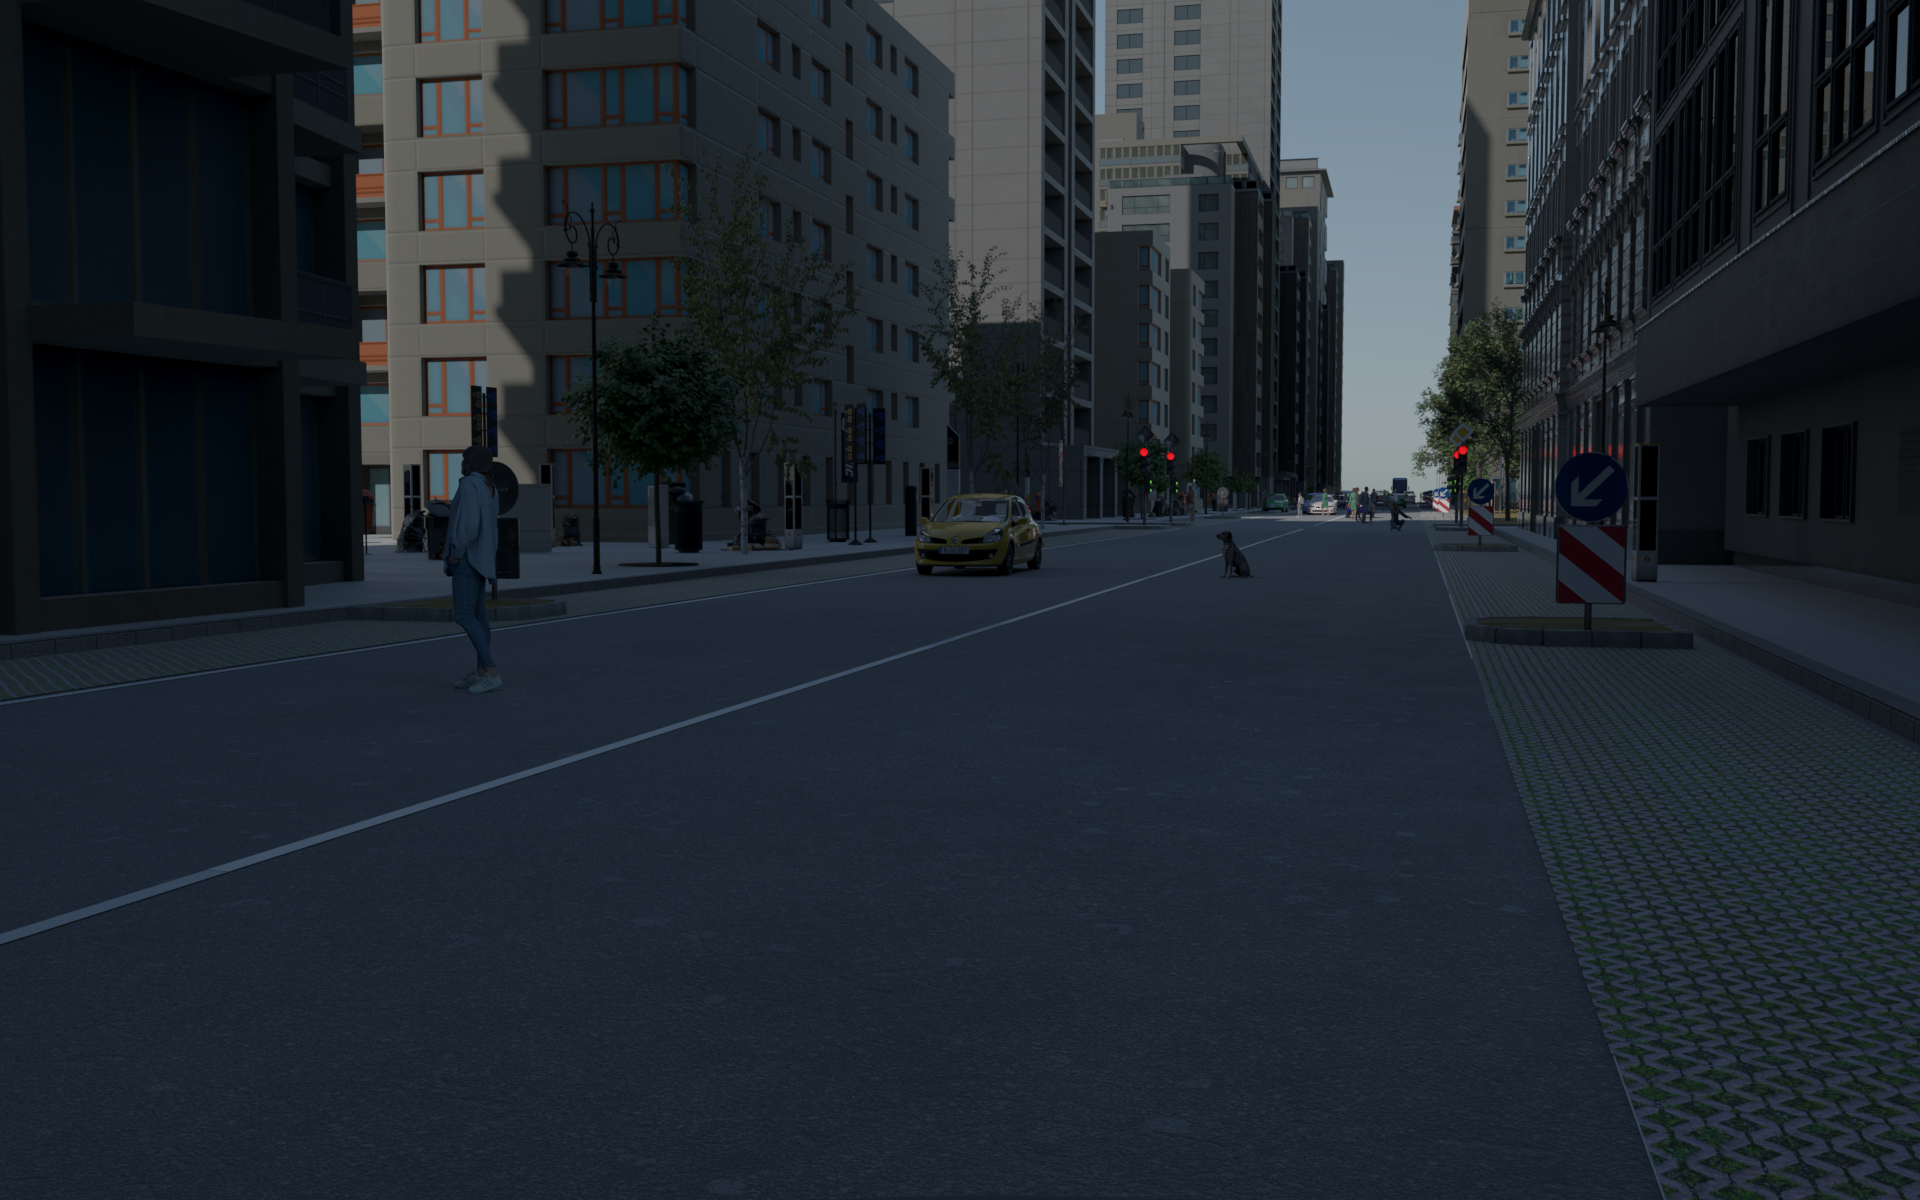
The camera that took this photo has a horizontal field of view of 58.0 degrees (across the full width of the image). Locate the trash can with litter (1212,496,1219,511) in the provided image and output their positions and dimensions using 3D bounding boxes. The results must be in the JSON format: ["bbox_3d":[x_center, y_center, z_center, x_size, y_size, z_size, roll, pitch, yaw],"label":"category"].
[{"bbox_3d":[19.030,-7.137,128.076,0.624,1.170,1.055,-1,4,-18],"label":"trash can with litter"}]

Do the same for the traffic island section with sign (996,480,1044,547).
[{"bbox_3d":[1.206,-2.330,46.716,1.989,1.847,2.006,1,4,15],"label":"traffic island section with sign"}]

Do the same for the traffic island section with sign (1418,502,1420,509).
[{"bbox_3d":[33.969,-7.038,123.704,1.989,1.847,2.006,1,4,15],"label":"traffic island section with sign"}]

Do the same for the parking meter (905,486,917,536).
[{"bbox_3d":[-1.497,-2.719,52.867,0.372,1.533,0.369,0,3,0],"label":"parking meter"}]

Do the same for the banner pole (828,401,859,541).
[{"bbox_3d":[-3.148,-3.476,46.853,0.863,3.779,0.401,1,4,10],"label":"banner pole"}]

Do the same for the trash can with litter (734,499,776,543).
[{"bbox_3d":[-5.377,-2.098,45.686,1.055,1.170,0.624,-3,5,-44],"label":"trash can with litter"}]

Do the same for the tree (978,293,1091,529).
[{"bbox_3d":[2.919,-6.937,63.783,4.360,8.622,3.978,0,3,0],"label":"tree"}]

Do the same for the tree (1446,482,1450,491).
[{"bbox_3d":[64.765,-14.296,228.347,1.663,3.219,1.824,0,3,0],"label":"tree"}]

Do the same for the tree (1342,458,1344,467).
[{"bbox_3d":[65.577,-21.724,305.542,4.360,8.622,3.978,0,3,0],"label":"tree"}]

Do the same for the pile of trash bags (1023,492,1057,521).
[{"bbox_3d":[3.688,-4.447,82.463,1.912,1.369,3.447,0,4,-3],"label":"pile of trash bags"}]

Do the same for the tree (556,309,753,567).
[{"bbox_3d":[-5.463,-2.896,31.065,4.285,4.588,4.351,0,3,0],"label":"tree"}]

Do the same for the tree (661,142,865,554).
[{"bbox_3d":[-4.436,-5.268,36.486,4.737,8.622,4.395,0,3,0],"label":"tree"}]

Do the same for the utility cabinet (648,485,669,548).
[{"bbox_3d":[-7.210,-1.996,41.314,0.318,1.500,1.173,-1,4,-20],"label":"utility cabinet"}]

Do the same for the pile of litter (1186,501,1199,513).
[{"bbox_3d":[15.723,-6.464,119.652,1.176,0.858,1.719,-3,4,-38],"label":"pile of litter"}]

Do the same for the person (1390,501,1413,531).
[{"bbox_3d":[17.118,-3.268,67.435,1.012,1.151,0.738,-1,4,-14],"label":"person"}]

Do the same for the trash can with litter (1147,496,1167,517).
[{"bbox_3d":[10.825,-5.122,95.131,1.055,1.170,0.624,-3,4,-36],"label":"trash can with litter"}]

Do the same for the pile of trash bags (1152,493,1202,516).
[{"bbox_3d":[12.700,-5.696,102.886,1.912,1.369,3.447,2,4,28],"label":"pile of trash bags"}]

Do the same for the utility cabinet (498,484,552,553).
[{"bbox_3d":[-9.459,-1.761,37.464,1.173,1.500,0.318,-3,4,-37],"label":"utility cabinet"}]

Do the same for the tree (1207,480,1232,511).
[{"bbox_3d":[19.625,-8.535,134.147,1.663,3.219,1.824,0,3,0],"label":"tree"}]

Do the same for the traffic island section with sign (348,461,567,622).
[{"bbox_3d":[-5.728,-0.711,20.253,1.989,1.847,2.006,1,4,15],"label":"traffic island section with sign"}]

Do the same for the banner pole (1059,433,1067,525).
[{"bbox_3d":[4.186,-4.949,70.925,0.401,3.779,0.863,1,4,23],"label":"banner pole"}]

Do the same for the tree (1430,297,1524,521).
[{"bbox_3d":[25.903,-9.061,82.563,7.601,10.594,8.767,-1,4,-14],"label":"tree"}]

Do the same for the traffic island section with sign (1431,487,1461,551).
[{"bbox_3d":[13.015,-2.149,43.761,1.989,1.847,2.006,1,4,15],"label":"traffic island section with sign"}]

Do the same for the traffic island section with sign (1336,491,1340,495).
[{"bbox_3d":[55.596,-15.021,254.225,1.989,1.847,2.006,1,4,15],"label":"traffic island section with sign"}]

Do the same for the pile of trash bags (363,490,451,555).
[{"bbox_3d":[-11.713,-1.718,37.841,3.447,1.369,1.912,-3,5,-42],"label":"pile of trash bags"}]

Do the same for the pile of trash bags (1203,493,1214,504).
[{"bbox_3d":[19.943,-8.300,145.453,3.447,1.369,1.912,3,5,40],"label":"pile of trash bags"}]

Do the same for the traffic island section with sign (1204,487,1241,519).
[{"bbox_3d":[15.203,-5.594,100.084,1.989,1.847,2.006,1,4,15],"label":"traffic island section with sign"}]

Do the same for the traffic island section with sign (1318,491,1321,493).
[{"bbox_3d":[41.771,-11.792,201.430,1.989,1.847,2.006,1,4,15],"label":"traffic island section with sign"}]

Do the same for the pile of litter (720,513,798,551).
[{"bbox_3d":[-4.557,-1.557,39.425,1.719,0.858,1.176,0,4,6],"label":"pile of litter"}]

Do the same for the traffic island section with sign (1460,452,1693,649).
[{"bbox_3d":[6.013,-0.514,17.037,1.989,1.847,2.006,1,4,15],"label":"traffic island section with sign"}]

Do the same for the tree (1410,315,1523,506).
[{"bbox_3d":[33.480,-11.871,111.097,9.611,12.733,9.660,0,3,0],"label":"tree"}]

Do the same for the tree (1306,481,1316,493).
[{"bbox_3d":[45.939,-14.188,226.566,1.663,3.219,1.824,0,3,0],"label":"tree"}]

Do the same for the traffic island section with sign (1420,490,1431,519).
[{"bbox_3d":[27.136,-5.443,97.626,1.989,1.847,2.006,1,4,15],"label":"traffic island section with sign"}]

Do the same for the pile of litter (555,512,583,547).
[{"bbox_3d":[-9.881,-1.768,42.866,1.176,0.858,1.719,0,4,1],"label":"pile of litter"}]

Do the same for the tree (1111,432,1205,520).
[{"bbox_3d":[9.294,-6.374,87.927,4.285,4.588,4.351,0,3,0],"label":"tree"}]

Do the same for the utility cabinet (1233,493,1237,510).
[{"bbox_3d":[22.226,-8.031,139.989,0.318,1.500,1.173,1,4,9],"label":"utility cabinet"}]

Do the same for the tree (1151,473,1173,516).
[{"bbox_3d":[11.463,-6.448,100.028,1.663,3.219,1.824,0,3,0],"label":"tree"}]

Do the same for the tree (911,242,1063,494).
[{"bbox_3d":[0.567,-6.164,51.150,4.737,8.622,4.395,0,3,0],"label":"tree"}]

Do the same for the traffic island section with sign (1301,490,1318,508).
[{"bbox_3d":[34.909,-10.192,175.265,1.989,1.847,2.006,1,4,15],"label":"traffic island section with sign"}]

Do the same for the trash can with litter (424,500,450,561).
[{"bbox_3d":[-9.961,-1.361,33.643,0.624,1.170,1.055,-3,5,-43],"label":"trash can with litter"}]

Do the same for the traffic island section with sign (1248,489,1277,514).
[{"bbox_3d":[22.195,-7.227,126.790,1.989,1.847,2.006,1,4,15],"label":"traffic island section with sign"}]

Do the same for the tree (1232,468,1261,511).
[{"bbox_3d":[23.951,-9.147,144.159,1.663,3.219,1.824,0,3,0],"label":"tree"}]

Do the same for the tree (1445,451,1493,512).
[{"bbox_3d":[37.452,-8.800,127.593,4.285,4.588,4.351,0,3,0],"label":"tree"}]

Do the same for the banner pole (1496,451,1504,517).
[{"bbox_3d":[30.527,-6.581,97.613,0.401,3.779,0.863,0,4,4],"label":"banner pole"}]

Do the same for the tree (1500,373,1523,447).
[{"bbox_3d":[30.991,-8.708,92.744,4.360,8.622,3.978,0,3,0],"label":"tree"}]

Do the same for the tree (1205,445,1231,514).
[{"bbox_3d":[16.023,-7.883,112.598,4.285,4.588,4.351,0,3,0],"label":"tree"}]

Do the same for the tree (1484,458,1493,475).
[{"bbox_3d":[41.142,-11.507,138.494,4.360,8.622,3.978,0,3,0],"label":"tree"}]
